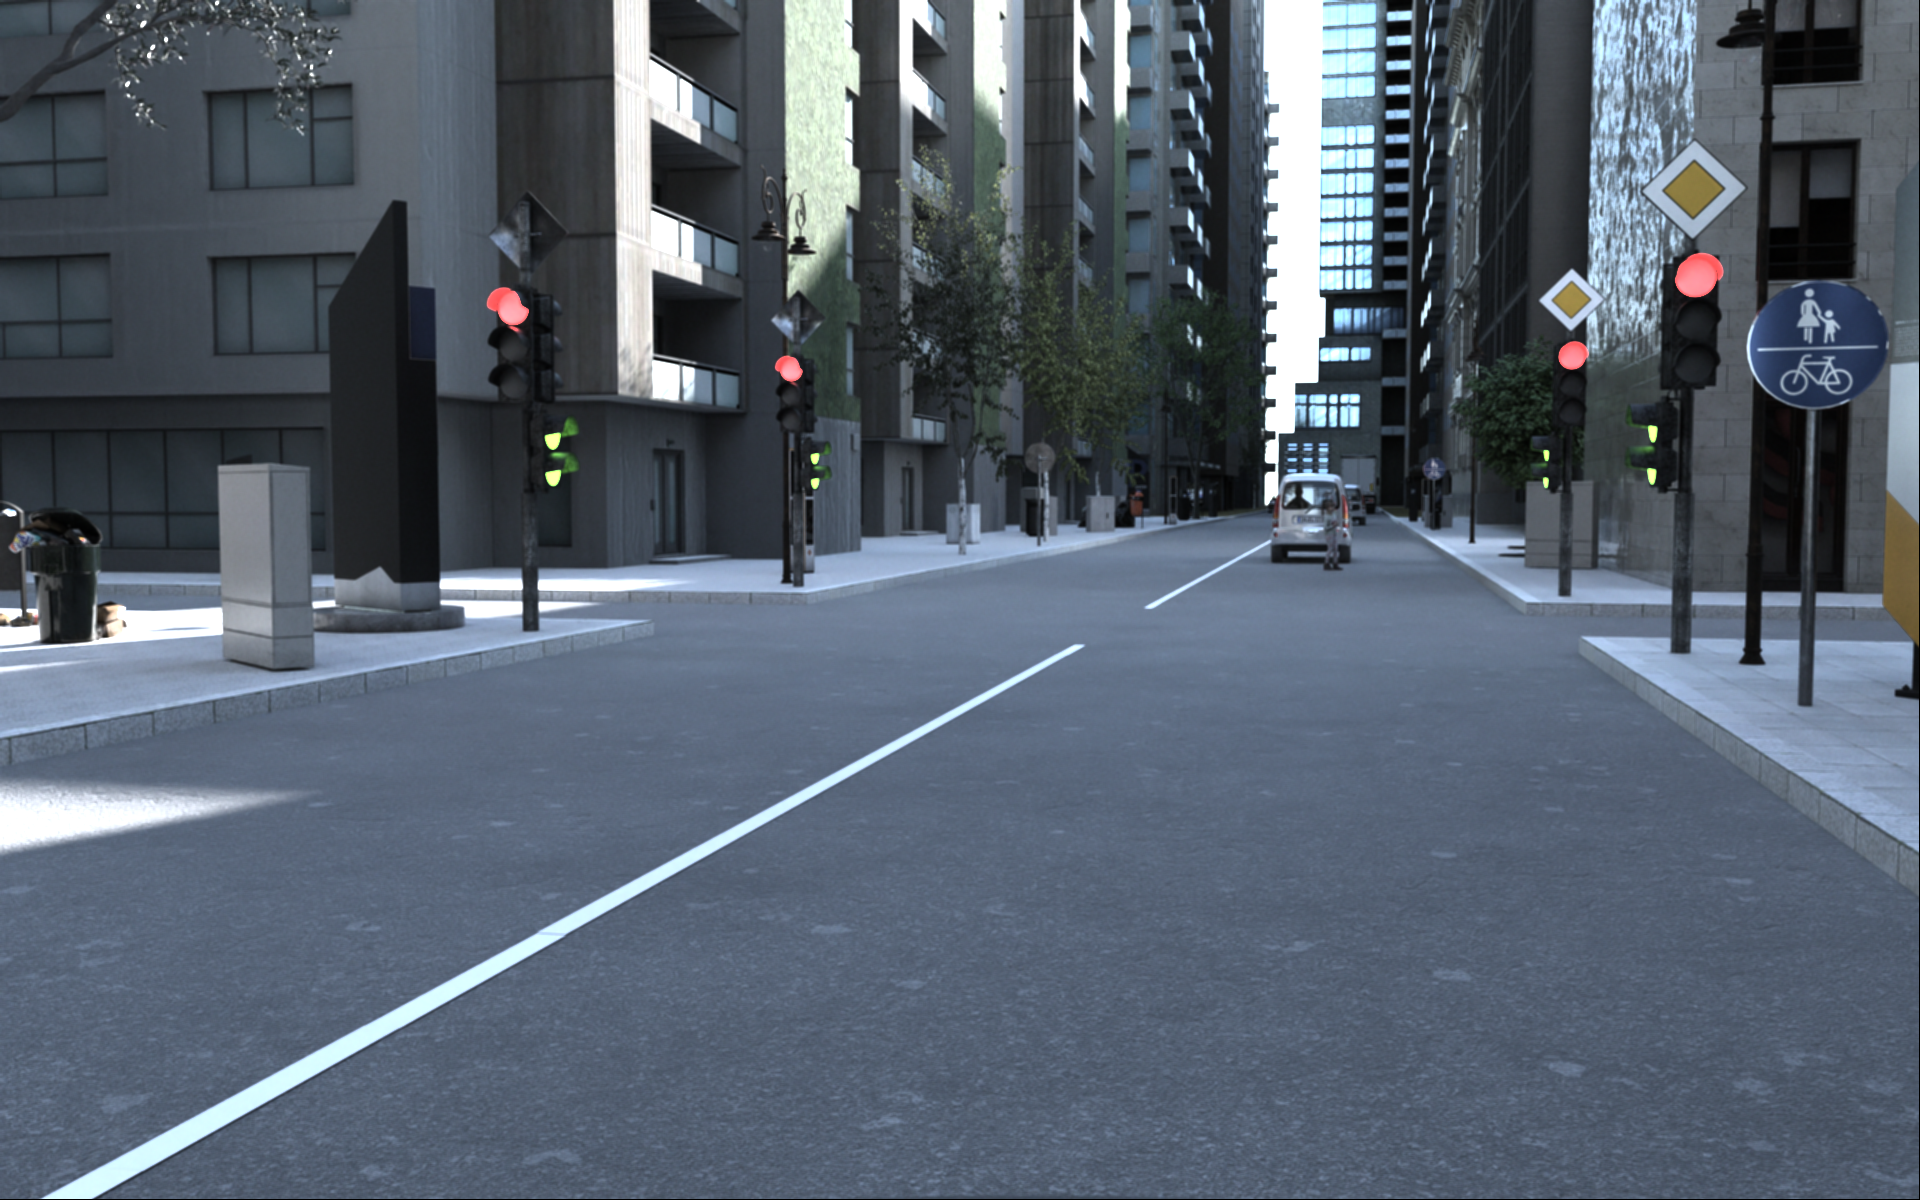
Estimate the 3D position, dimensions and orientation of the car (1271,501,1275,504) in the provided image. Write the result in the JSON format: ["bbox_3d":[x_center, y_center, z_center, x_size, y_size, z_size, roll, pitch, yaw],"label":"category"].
[{"bbox_3d":[20.668,-5.914,109.062,2.083,1.381,4.827,1,4,11],"label":"car"}]

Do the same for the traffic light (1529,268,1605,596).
[{"bbox_3d":[7.588,-2.003,21.672,0.839,4.253,0.868,1,4,13],"label":"traffic light"}]

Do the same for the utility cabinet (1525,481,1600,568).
[{"bbox_3d":[10.383,-1.296,29.871,1.173,1.500,0.318,3,5,40],"label":"utility cabinet"}]

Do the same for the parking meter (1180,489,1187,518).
[{"bbox_3d":[11.667,-5.016,90.423,0.372,1.533,0.369,0,3,0],"label":"parking meter"}]

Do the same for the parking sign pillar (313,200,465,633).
[{"bbox_3d":[-5.515,-1.718,16.557,1.447,3.967,1.447,3,5,43],"label":"parking sign pillar"}]

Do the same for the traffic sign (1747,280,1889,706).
[{"bbox_3d":[5.125,-0.631,10.425,0.768,2.556,0.104,1,4,18],"label":"traffic sign"}]

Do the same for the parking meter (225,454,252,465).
[{"bbox_3d":[-10.598,-1.207,25.450,0.399,1.863,0.255,-2,4,-25],"label":"parking meter"}]

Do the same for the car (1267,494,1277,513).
[{"bbox_3d":[24.675,-7.423,133.375,2.014,1.417,4.499,1,4,13],"label":"car"}]

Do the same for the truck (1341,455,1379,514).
[{"bbox_3d":[29.825,-8.591,129.374,2.839,4.237,11.283,1,4,14],"label":"truck"}]

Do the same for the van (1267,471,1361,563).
[{"bbox_3d":[7.640,-1.864,37.495,2.013,2.044,4.112,1,4,13],"label":"van"}]

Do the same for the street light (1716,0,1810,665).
[{"bbox_3d":[5.986,-2.454,12.909,0.468,5.910,1.993,1,4,13],"label":"street light"}]

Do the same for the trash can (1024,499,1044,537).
[{"bbox_3d":[2.308,-2.496,52.469,0.748,1.137,0.748,0,3,0],"label":"trash can"}]

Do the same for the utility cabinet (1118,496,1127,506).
[{"bbox_3d":[6.600,-3.684,71.389,0.306,1.237,1.020,-1,4,-10],"label":"utility cabinet"}]

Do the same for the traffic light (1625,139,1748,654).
[{"bbox_3d":[5.807,-1.527,13.887,0.839,4.253,0.868,1,4,13],"label":"traffic light"}]

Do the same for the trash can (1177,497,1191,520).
[{"bbox_3d":[10.895,-4.444,84.319,0.748,1.137,0.748,0,3,0],"label":"trash can"}]

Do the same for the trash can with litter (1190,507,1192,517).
[{"bbox_3d":[12.890,-5.235,96.973,0.624,1.170,1.055,-1,4,-17],"label":"trash can with litter"}]

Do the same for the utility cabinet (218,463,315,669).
[{"bbox_3d":[-5.194,-0.263,12.971,0.318,1.500,1.173,-3,5,-40],"label":"utility cabinet"}]

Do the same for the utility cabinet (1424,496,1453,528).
[{"bbox_3d":[18.366,-3.384,66.484,1.020,1.237,0.306,0,4,-2],"label":"utility cabinet"}]

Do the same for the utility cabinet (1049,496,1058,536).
[{"bbox_3d":[2.875,-2.604,53.730,0.306,1.237,1.020,0,4,1],"label":"utility cabinet"}]

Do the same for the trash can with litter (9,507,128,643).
[{"bbox_3d":[-7.787,-0.233,15.203,0.624,1.170,1.055,0,4,-4],"label":"trash can with litter"}]

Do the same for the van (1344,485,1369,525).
[{"bbox_3d":[18.033,-4.506,80.687,2.013,2.044,4.112,1,4,12],"label":"van"}]

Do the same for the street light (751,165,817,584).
[{"bbox_3d":[-2.490,-3.178,24.741,0.468,5.910,1.993,1,4,13],"label":"street light"}]

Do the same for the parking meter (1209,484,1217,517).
[{"bbox_3d":[13.945,-5.495,95.553,0.255,1.863,0.399,-2,4,-33],"label":"parking meter"}]

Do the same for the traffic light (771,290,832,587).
[{"bbox_3d":[-2.224,-2.139,23.892,0.839,4.253,0.868,1,4,13],"label":"traffic light"}]

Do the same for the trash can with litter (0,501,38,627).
[{"bbox_3d":[-9.772,-0.369,17.095,2.233,1.210,1.678,0,4,7],"label":"trash can with litter"}]

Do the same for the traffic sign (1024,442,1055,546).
[{"bbox_3d":[1.949,-2.605,42.696,0.768,2.556,0.104,1,4,15],"label":"traffic sign"}]

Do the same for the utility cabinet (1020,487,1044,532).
[{"bbox_3d":[2.395,-2.999,57.705,0.318,1.500,1.173,-2,4,-25],"label":"utility cabinet"}]

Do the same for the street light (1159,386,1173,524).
[{"bbox_3d":[8.836,-6.202,74.191,0.468,5.910,1.993,1,4,13],"label":"street light"}]

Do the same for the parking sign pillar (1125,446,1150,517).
[{"bbox_3d":[9.885,-6.611,96.570,1.447,3.967,1.447,-1,4,-15],"label":"parking sign pillar"}]

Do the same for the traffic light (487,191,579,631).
[{"bbox_3d":[-4.005,-1.663,16.108,0.839,4.253,0.868,1,4,13],"label":"traffic light"}]

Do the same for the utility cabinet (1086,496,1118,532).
[{"bbox_3d":[4.751,-2.896,58.513,1.020,1.237,0.306,-2,4,-31],"label":"utility cabinet"}]

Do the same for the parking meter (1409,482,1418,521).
[{"bbox_3d":[21.277,-4.623,81.303,0.399,1.863,0.255,2,4,26],"label":"parking meter"}]

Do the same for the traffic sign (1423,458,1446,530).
[{"bbox_3d":[16.754,-3.737,61.200,0.768,2.556,0.104,1,4,19],"label":"traffic sign"}]
